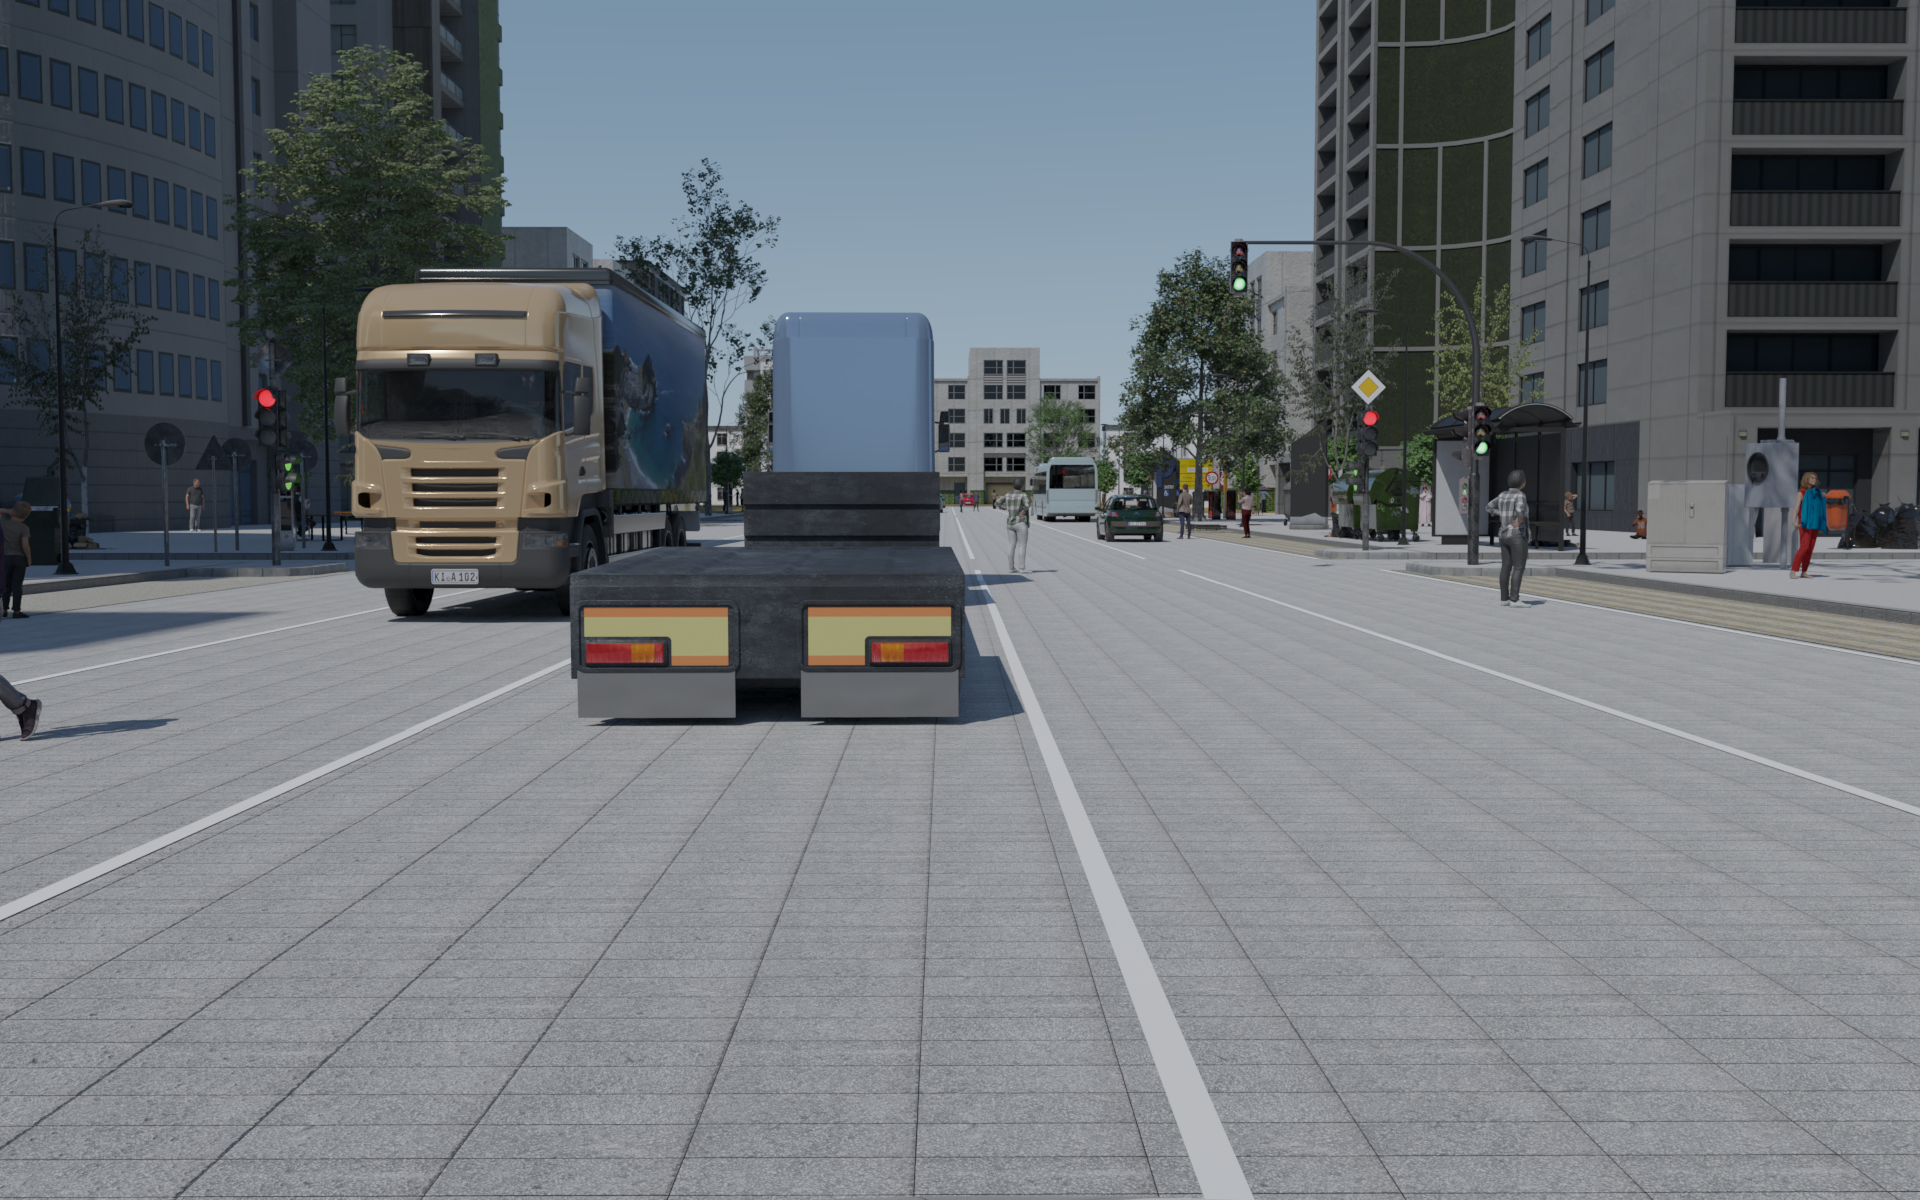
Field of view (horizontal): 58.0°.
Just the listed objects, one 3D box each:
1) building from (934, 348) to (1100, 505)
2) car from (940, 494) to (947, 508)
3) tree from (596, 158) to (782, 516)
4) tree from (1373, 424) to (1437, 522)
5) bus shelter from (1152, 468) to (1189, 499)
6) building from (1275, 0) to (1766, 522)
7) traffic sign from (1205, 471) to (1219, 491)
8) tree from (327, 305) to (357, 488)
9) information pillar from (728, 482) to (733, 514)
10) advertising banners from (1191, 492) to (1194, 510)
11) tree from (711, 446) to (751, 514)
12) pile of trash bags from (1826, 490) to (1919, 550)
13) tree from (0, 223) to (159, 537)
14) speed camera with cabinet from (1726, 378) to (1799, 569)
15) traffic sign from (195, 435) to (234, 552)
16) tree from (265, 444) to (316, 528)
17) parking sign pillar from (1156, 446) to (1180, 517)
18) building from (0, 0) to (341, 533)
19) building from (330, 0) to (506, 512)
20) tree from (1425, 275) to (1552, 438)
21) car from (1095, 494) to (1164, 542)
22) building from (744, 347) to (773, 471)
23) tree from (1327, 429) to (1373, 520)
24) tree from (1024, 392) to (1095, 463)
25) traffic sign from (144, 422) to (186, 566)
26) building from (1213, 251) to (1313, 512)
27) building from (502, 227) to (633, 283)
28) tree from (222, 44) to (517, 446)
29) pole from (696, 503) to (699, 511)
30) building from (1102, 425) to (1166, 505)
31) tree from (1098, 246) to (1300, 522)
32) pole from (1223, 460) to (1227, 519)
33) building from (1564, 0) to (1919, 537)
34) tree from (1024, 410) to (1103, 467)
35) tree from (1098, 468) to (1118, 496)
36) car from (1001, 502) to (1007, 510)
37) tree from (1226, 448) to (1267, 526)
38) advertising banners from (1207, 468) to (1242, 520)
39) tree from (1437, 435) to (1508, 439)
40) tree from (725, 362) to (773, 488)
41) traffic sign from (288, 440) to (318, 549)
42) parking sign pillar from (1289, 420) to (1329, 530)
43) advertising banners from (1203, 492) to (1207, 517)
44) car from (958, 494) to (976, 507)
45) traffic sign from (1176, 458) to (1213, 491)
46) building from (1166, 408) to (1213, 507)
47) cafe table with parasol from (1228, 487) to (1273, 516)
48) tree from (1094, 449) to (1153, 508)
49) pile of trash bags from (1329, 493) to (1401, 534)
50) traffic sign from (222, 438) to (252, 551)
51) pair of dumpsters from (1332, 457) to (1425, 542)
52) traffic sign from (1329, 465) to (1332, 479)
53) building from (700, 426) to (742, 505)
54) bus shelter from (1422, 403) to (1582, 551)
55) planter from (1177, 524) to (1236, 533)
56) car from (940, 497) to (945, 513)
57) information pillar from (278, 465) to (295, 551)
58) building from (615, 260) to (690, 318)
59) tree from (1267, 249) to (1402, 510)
[{"bbox_3d":[1.140,-21.474,217.552,31.486,18.905,16.747,0,4,0],"label":"building"},{"bbox_3d":[-2.406,-10.212,178.767,2.131,1.459,4.920,0,3,0],"label":"car"},{"bbox_3d":[-15.466,-14.952,100.355,12.611,20.169,13.585,0,3,0],"label":"tree"},{"bbox_3d":[21.743,-5.898,80.145,4.285,4.588,4.351,0,3,0],"label":"tree"},{"bbox_3d":[12.524,-6.678,103.106,2.014,3.302,5.546,0,4,0],"label":"bus shelter"},{"bbox_3d":[30.174,-40.288,96.964,20.563,71.187,20.611,0,4,0],"label":"building"},{"bbox_3d":[13.893,-5.839,95.576,0.768,2.556,0.104,0,4,3],"label":"traffic sign"},{"bbox_3d":[-21.588,-6.953,64.044,4.360,8.622,3.978,0,3,0],"label":"tree"},{"bbox_3d":[-14.530,-6.427,109.567,0.304,2.012,0.304,-1,4,-10],"label":"information pillar"},{"bbox_3d":[11.969,-5.635,88.317,0.090,3.025,2.074,0,4,1],"label":"advertising banners"},{"bbox_3d":[-15.339,-7.997,114.467,4.285,4.588,4.351,0,3,0],"label":"tree"},{"bbox_3d":[21.533,-1.892,40.688,3.447,1.369,1.912,-2,4,-29],"label":"pile of trash bags"},{"bbox_3d":[-23.818,-5.875,46.412,4.360,8.622,3.978,0,3,0],"label":"tree"},{"bbox_3d":[13.712,-2.199,30.296,0.660,3.252,2.038,-1,4,-14],"label":"speed camera with cabinet"},{"bbox_3d":[-16.430,-2.334,38.172,0.884,2.594,0.081,0,4,5],"label":"traffic sign"},{"bbox_3d":[-25.693,-4.371,66.066,1.663,3.219,1.824,0,3,0],"label":"tree"},{"bbox_3d":[11.592,-6.604,96.452,1.447,3.967,1.447,3,5,41],"label":"parking sign pillar"},{"bbox_3d":[-38.181,-31.801,61.953,21.231,58.520,28.212,0,4,0],"label":"building"},{"bbox_3d":[-33.806,-25.167,95.081,14.154,41.232,14.086,0,4,0],"label":"building"},{"bbox_3d":[17.782,-6.670,59.411,4.737,8.622,4.395,0,3,0],"label":"tree"},{"bbox_3d":[5.179,-2.648,53.080,2.009,1.686,4.222,0,4,-1],"label":"car"},{"bbox_3d":[-20.759,-22.025,216.531,11.380,20.091,16.016,0,4,0],"label":"building"},{"bbox_3d":[18.638,-6.197,85.041,4.285,4.588,4.351,0,3,0],"label":"tree"},{"bbox_3d":[10.085,-15.351,176.746,9.928,11.665,9.643,0,3,0],"label":"tree"},{"bbox_3d":[-14.110,-1.874,30.745,0.768,2.556,0.104,0,4,5],"label":"traffic sign"},{"bbox_3d":[30.543,-16.412,134.801,16.747,18.905,31.486,0,4,0],"label":"building"},{"bbox_3d":[-34.444,-16.149,130.487,16.747,18.905,31.486,0,4,0],"label":"building"},{"bbox_3d":[-15.242,-7.741,44.693,7.486,12.596,7.792,0,3,0],"label":"tree"},{"bbox_3d":[-16.643,-7.093,109.816,0.158,3.312,0.155,0,3,0],"label":"pole"},{"bbox_3d":[31.592,-16.625,213.968,28.070,9.664,9.099,0,4,0],"label":"building"},{"bbox_3d":[11.204,-9.986,80.282,9.611,12.733,9.660,0,3,0],"label":"tree"},{"bbox_3d":[13.810,-5.890,90.137,0.158,3.312,0.155,0,3,0],"label":"pole"},{"bbox_3d":[32.555,-37.936,58.501,20.611,71.187,20.563,0,4,0],"label":"building"},{"bbox_3d":[10.978,-15.397,186.151,8.767,10.594,7.601,-1,4,-21],"label":"tree"},{"bbox_3d":[10.929,-8.169,128.156,1.663,3.219,1.824,0,3,0],"label":"tree"},{"bbox_3d":[4.671,-8.708,154.181,2.131,1.459,4.920,0,4,-2],"label":"car"},{"bbox_3d":[11.980,-4.683,71.167,1.663,3.219,1.824,0,3,0],"label":"tree"},{"bbox_3d":[13.506,-5.516,86.381,2.074,3.025,0.090,0,4,-5],"label":"advertising banners"},{"bbox_3d":[23.309,-5.460,72.980,4.285,4.588,4.351,0,3,0],"label":"tree"},{"bbox_3d":[-15.792,-14.199,149.168,9.611,12.733,9.660,0,3,0],"label":"tree"},{"bbox_3d":[-15.451,-2.484,40.716,0.768,2.556,0.104,1,4,9],"label":"traffic sign"},{"bbox_3d":[12.659,-4.539,62.691,1.447,3.967,1.447,2,4,27],"label":"parking sign pillar"},{"bbox_3d":[13.307,-5.833,91.559,0.090,3.025,2.074,-3,5,-42],"label":"advertising banners"},{"bbox_3d":[0.849,-10.924,187.639,2.155,1.783,4.494,0,4,0],"label":"car"},{"bbox_3d":[13.215,-6.383,98.230,2.265,3.308,0.079,0,4,7],"label":"traffic sign"},{"bbox_3d":[26.237,-13.641,165.174,9.099,9.664,28.070,0,4,0],"label":"building"},{"bbox_3d":[17.352,-6.034,103.517,2.610,1.966,2.610,1,4,19],"label":"cafe table with parasol"},{"bbox_3d":[11.733,-7.739,110.247,4.285,4.588,4.351,0,3,0],"label":"tree"},{"bbox_3d":[12.751,-2.785,55.286,1.912,1.369,3.447,3,5,39],"label":"pile of trash bags"},{"bbox_3d":[-16.412,-2.395,39.258,0.768,2.556,0.104,0,4,7],"label":"traffic sign"},{"bbox_3d":[11.607,-2.792,48.145,1.574,2.255,4.437,0,4,-1],"label":"pair of dumpsters"},{"bbox_3d":[14.652,-4.276,70.011,0.768,2.556,0.104,0,4,6],"label":"traffic sign"},{"bbox_3d":[-40.457,-16.581,213.243,28.070,9.664,9.099,0,4,0],"label":"building"},{"bbox_3d":[12.724,-2.887,41.126,2.014,3.302,5.546,0,4,-1],"label":"bus shelter"},{"bbox_3d":[9.044,-2.621,63.999,1.991,0.319,1.994,0,4,0],"label":"planter"},{"bbox_3d":[-2.191,-7.387,132.569,2.131,1.459,4.920,0,4,0],"label":"car"},{"bbox_3d":[-15.174,-2.112,39.019,0.304,2.012,0.304,-1,4,-16],"label":"information pillar"},{"bbox_3d":[-43.530,-19.646,165.187,32.646,21.610,27.936,0,4,0],"label":"building"},{"bbox_3d":[11.525,-6.261,52.737,4.360,8.622,3.978,0,3,0],"label":"tree"}]
